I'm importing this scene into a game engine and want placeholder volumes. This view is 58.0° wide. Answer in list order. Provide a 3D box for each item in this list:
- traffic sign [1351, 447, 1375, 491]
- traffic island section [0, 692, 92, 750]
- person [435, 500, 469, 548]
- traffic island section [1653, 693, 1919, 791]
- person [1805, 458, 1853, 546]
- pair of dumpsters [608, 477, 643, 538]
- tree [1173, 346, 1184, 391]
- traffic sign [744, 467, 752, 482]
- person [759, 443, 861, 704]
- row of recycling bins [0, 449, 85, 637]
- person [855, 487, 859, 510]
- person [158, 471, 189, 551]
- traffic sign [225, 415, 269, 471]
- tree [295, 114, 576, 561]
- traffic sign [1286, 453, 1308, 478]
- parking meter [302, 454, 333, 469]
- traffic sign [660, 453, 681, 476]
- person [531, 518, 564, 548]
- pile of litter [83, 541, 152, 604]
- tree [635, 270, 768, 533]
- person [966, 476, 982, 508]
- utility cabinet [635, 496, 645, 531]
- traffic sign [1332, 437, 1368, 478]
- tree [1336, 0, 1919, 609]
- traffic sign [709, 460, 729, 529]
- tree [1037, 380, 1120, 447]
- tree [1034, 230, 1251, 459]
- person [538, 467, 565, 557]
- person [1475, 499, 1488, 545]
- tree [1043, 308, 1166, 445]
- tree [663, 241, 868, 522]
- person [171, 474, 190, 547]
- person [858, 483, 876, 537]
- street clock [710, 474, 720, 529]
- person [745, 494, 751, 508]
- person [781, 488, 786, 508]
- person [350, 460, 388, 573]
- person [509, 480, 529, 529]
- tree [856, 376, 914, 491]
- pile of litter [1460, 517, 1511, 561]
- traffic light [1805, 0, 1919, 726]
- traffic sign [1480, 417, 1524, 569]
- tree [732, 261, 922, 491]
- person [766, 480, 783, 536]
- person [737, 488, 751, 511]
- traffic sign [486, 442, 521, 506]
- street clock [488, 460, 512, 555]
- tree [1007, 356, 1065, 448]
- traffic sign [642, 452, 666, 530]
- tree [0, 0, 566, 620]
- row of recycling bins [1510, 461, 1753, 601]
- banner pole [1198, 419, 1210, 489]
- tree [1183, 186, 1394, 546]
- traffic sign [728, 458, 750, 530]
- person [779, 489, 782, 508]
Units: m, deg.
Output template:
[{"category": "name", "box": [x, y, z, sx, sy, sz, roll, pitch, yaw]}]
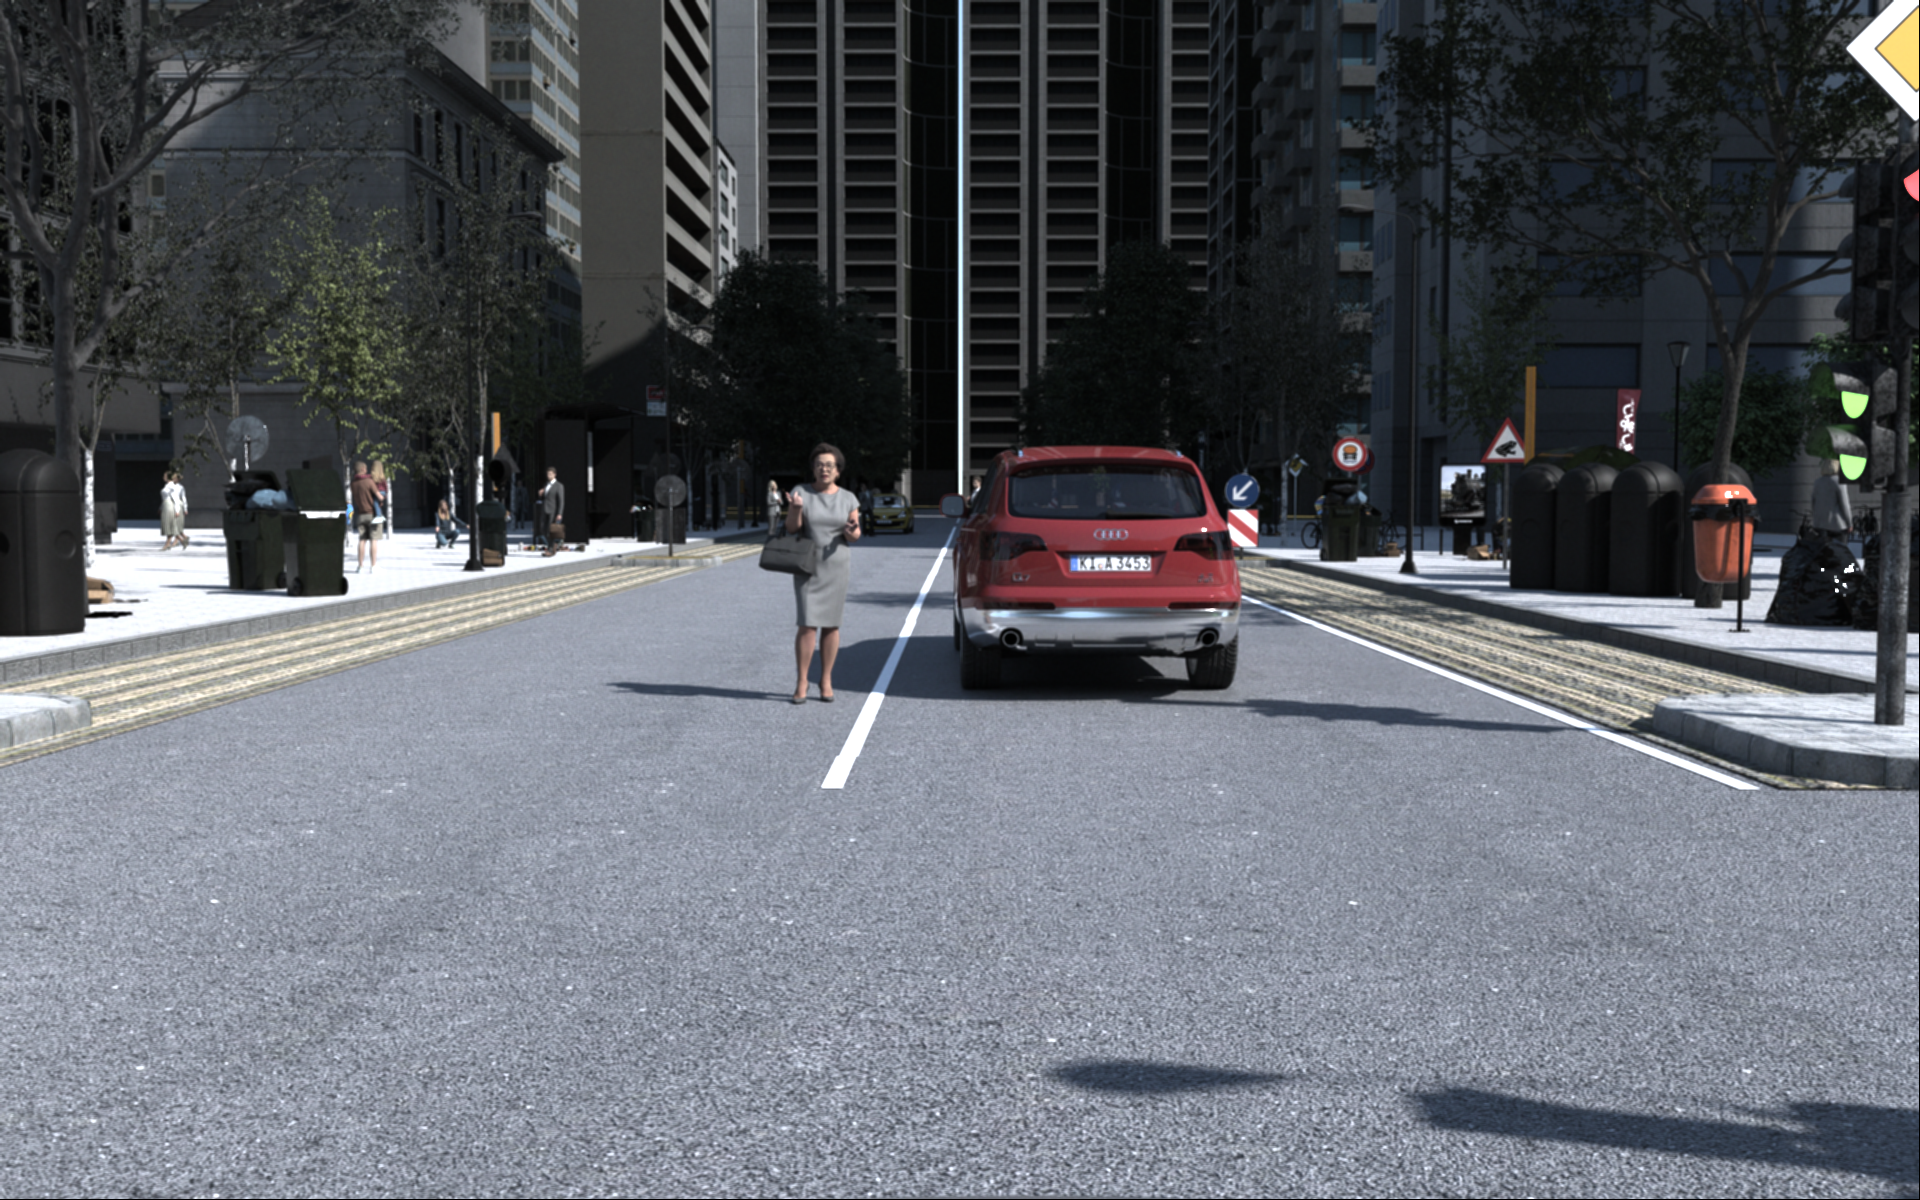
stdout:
[{"category": "traffic sign", "box": [10.563, -2.795, 45.806, 0.768, 2.556, 0.104, 0, 4, 4]}, {"category": "traffic island section", "box": [-6.335, 0.767, 9.737, 2.009, 0.180, 2.903, 0, 4, 0]}, {"category": "person", "box": [-12.002, -1.790, 40.813, 1.012, 1.151, 0.738, -3, 4, -38]}, {"category": "traffic island section", "box": [5.206, 0.772, 9.661, 2.009, 0.180, 2.903, 0, 4, 0]}, {"category": "person", "box": [11.338, -1.008, 22.712, 0.728, 1.800, 0.709, -1, 4, -20]}, {"category": "pair of dumpsters", "box": [-10.715, -3.046, 52.303, 1.574, 2.255, 4.437, 0, 4, 0]}, {"category": "tree", "box": [8.218, -6.102, 50.129, 4.360, 8.622, 3.978, 0, 3, 0]}, {"category": "traffic sign", "box": [-8.960, -4.353, 71.284, 0.768, 2.556, 0.104, 0, 4, 1]}, {"category": "person", "box": [-1.014, -0.184, 11.862, 0.716, 1.782, 0.532, -1, 4, -14]}, {"category": "row of recycling bins", "box": [-9.477, -0.478, 14.928, 3.534, 1.692, 1.069, -3, 5, -44]}, {"category": "person", "box": [-8.377, -8.214, 140.361, 0.705, 1.821, 1.348, 1, 4, 19]}, {"category": "person", "box": [-17.843, -2.017, 39.243, 0.641, 1.798, 0.478, -2, 4, -30]}, {"category": "traffic sign", "box": [-11.487, -1.699, 27.886, 0.768, 2.556, 0.104, 1, 4, 9]}, {"category": "tree", "box": [-9.454, -5.058, 33.066, 4.360, 8.622, 3.978, 0, 3, 0]}, {"category": "traffic sign", "box": [10.613, -3.362, 54.708, 0.795, 2.593, 0.064, 0, 4, 7]}, {"category": "parking meter", "box": [-9.430, -1.206, 25.430, 0.399, 1.863, 0.255, -3, 5, -43]}, {"category": "traffic sign", "box": [-9.032, -3.278, 53.697, 0.768, 2.556, 0.104, 0, 4, 5]}, {"category": "person", "box": [-9.695, -1.779, 40.629, 0.738, 1.151, 1.012, 1, 4, 13]}, {"category": "pile of litter", "box": [-10.458, -0.384, 20.250, 1.719, 0.858, 1.176, -1, 4, -15]}, {"category": "tree", "box": [-8.811, -6.546, 57.388, 4.360, 8.622, 3.978, 0, 3, 0]}, {"category": "person", "box": [0.400, -1.839, 38.532, 0.622, 1.834, 0.822, 3, 5, 43]}, {"category": "utility cabinet", "box": [-11.329, -2.963, 59.614, 0.306, 1.237, 1.020, 3, 5, 42]}, {"category": "traffic sign", "box": [8.673, -2.354, 38.588, 0.768, 2.556, 0.104, 0, 4, 6]}, {"category": "tree", "box": [8.418, -5.166, 18.871, 8.767, 10.594, 7.601, 0, 3, 0]}, {"category": "traffic sign", "box": [-8.867, -3.901, 63.887, 0.768, 2.556, 0.104, 0, 4, 3]}, {"category": "tree", "box": [9.170, -11.654, 124.954, 7.601, 10.594, 8.767, -1, 4, -23]}, {"category": "tree", "box": [7.957, -9.697, 75.555, 9.611, 12.733, 9.660, 0, 3, 0]}, {"category": "person", "box": [-8.337, -1.798, 35.399, 0.622, 1.834, 0.822, 1, 4, 18]}, {"category": "person", "box": [12.595, -2.214, 42.639, 0.661, 1.777, 0.834, -1, 4, -17]}, {"category": "tree", "box": [8.322, -10.275, 93.757, 9.928, 11.665, 9.643, 0, 3, 0]}, {"category": "tree", "box": [-8.775, -9.888, 78.678, 9.611, 12.733, 9.660, 0, 3, 0]}, {"category": "person", "box": [-18.932, -2.182, 41.939, 0.478, 1.798, 0.641, 2, 4, 33]}, {"category": "person", "box": [-3.136, -3.050, 58.544, 0.592, 1.802, 0.473, -1, 4, -8]}, {"category": "street clock", "box": [-8.984, -3.605, 63.513, 0.358, 2.002, 0.471, 0, 4, -3]}, {"category": "person", "box": [-19.860, -9.424, 159.761, 1.348, 1.869, 0.705, -3, 5, -39]}, {"category": "person", "box": [-15.864, -9.148, 155.622, 0.705, 1.822, 1.348, -2, 4, -30]}, {"category": "person", "box": [-9.583, -1.355, 28.165, 0.580, 1.828, 0.573, -2, 4, -30]}, {"category": "person", "box": [-16.308, -3.542, 64.054, 0.694, 1.812, 0.767, -1, 4, -16]}, {"category": "tree", "box": [-7.683, -14.050, 147.848, 7.486, 12.596, 7.792, 0, 3, 0]}, {"category": "pile of litter", "box": [10.379, -1.221, 33.936, 1.719, 0.858, 1.176, -2, 4, -34]}, {"category": "traffic light", "box": [5.166, -1.262, 9.547, 0.839, 4.253, 0.868, 0, 4, 0]}, {"category": "traffic sign", "box": [9.273, -1.798, 29.406, 0.884, 2.594, 0.081, 1, 4, 9]}, {"category": "tree", "box": [-8.122, -11.414, 93.268, 9.857, 13.997, 8.962, 0, 3, 0]}, {"category": "person", "box": [-4.968, -2.326, 46.707, 0.537, 1.800, 0.526, -3, 5, -41]}, {"category": "person", "box": [-16.445, -7.668, 132.134, 1.217, 1.743, 0.721, -3, 5, -41]}, {"category": "traffic sign", "box": [-11.367, -2.635, 43.093, 0.884, 2.594, 0.081, 0, 4, 6]}, {"category": "street clock", "box": [-9.689, -1.953, 36.507, 0.471, 2.002, 0.358, 2, 4, 27]}, {"category": "tree", "box": [9.223, -15.517, 160.350, 9.857, 13.997, 8.962, 0, 3, 0]}, {"category": "traffic sign", "box": [-9.374, -3.267, 53.418, 0.884, 2.594, 0.081, 0, 4, 7]}, {"category": "tree", "box": [-9.256, -6.570, 17.797, 12.009, 13.543, 11.850, 0, 3, 0]}, {"category": "row of recycling bins", "box": [8.556, -0.931, 22.343, 1.069, 1.692, 3.534, -2, 4, -30]}, {"category": "banner pole", "box": [8.151, -4.150, 57.873, 0.401, 3.779, 0.863, -2, 4, -24]}, {"category": "tree", "box": [8.171, -5.614, 42.149, 4.360, 8.622, 3.978, 0, 3, 0]}, {"category": "traffic sign", "box": [-7.907, -3.781, 61.930, 0.768, 2.556, 0.104, 0, 4, 5]}, {"category": "person", "box": [-16.569, -9.395, 160.382, 1.217, 1.736, 0.721, -3, 4, -39]}]
